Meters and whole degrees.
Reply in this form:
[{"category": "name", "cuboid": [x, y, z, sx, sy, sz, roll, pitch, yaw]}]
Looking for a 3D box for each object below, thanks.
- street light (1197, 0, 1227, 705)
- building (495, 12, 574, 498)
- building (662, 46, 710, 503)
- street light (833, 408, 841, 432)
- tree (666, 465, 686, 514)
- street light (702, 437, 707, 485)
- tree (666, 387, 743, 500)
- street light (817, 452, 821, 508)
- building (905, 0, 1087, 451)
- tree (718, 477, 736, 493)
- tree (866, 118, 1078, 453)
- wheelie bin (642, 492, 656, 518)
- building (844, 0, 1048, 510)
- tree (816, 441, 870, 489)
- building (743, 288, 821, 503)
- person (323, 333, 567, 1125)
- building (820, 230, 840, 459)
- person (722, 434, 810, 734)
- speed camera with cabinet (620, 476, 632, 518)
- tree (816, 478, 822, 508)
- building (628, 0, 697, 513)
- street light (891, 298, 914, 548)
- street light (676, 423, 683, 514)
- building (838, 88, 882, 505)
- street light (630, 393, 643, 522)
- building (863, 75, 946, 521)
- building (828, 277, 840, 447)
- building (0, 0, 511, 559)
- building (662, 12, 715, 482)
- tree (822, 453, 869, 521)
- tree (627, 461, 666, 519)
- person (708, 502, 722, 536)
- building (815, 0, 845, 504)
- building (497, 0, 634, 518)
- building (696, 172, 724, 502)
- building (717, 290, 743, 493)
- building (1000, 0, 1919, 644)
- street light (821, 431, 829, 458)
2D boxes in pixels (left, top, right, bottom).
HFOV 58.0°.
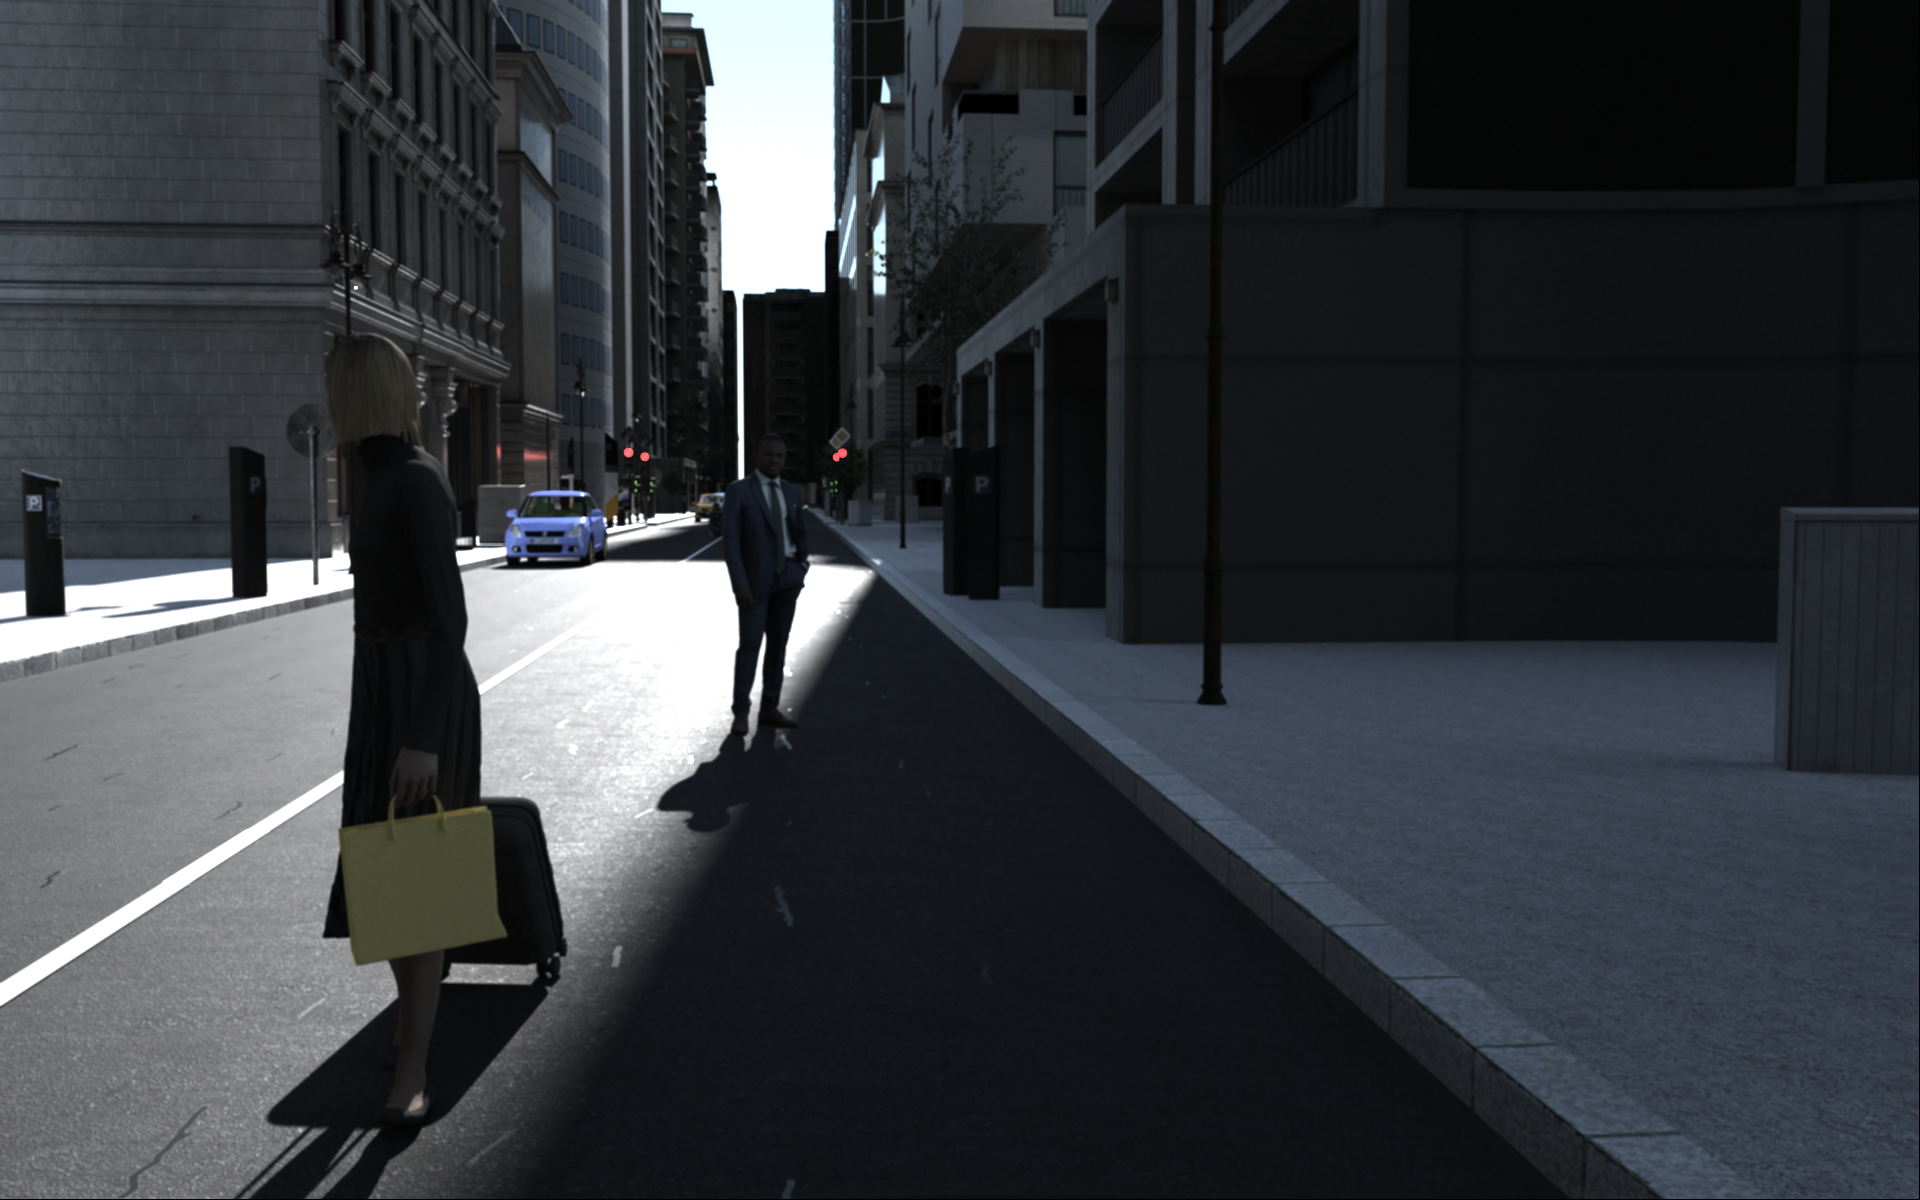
[{"category": "street light", "cuboid": [1.543, -2.302, 10.432, 0.468, 5.910, 1.993, 0, 4, -6]}, {"category": "building", "cuboid": [-24.501, -12.160, 63.442, 19.286, 19.102, 10.561, 0, 4, -6]}, {"category": "building", "cuboid": [-35.744, -31.333, 166.920, 22.147, 44.769, 28.867, 0, 4, -6]}, {"category": "street light", "cuboid": [-6.613, -7.364, 93.191, 0.468, 5.910, 1.993, 0, 4, -6]}, {"category": "tree", "cuboid": [-18.764, -7.289, 113.773, 1.663, 3.219, 1.824, 0, 3, 0]}, {"category": "street light", "cuboid": [-20.821, -10.282, 140.900, 0.468, 5.910, 1.993, 0, 4, -6]}, {"category": "tree", "cuboid": [-22.273, -13.136, 149.178, 8.767, 10.594, 7.601, 2, 4, 27]}, {"category": "street light", "cuboid": [-12.450, -11.093, 154.152, 0.468, 5.910, 1.993, 0, 4, -6]}, {"category": "building", "cuboid": [12.363, -28.664, 57.901, 28.713, 52.752, 27.495, 0, 4, -6]}, {"category": "tree", "cuboid": [-26.419, -12.237, 194.682, 1.663, 3.219, 1.824, 0, 3, 0]}, {"category": "tree", "cuboid": [0.151, -5.179, 35.047, 4.360, 8.622, 3.978, 0, 3, 0]}, {"category": "wheelie bin", "cuboid": [-16.988, -5.307, 94.683, 0.693, 1.594, 0.980, -2, 4, -24]}, {"category": "building", "cuboid": [-3.202, -44.970, 173.512, 20.563, 71.187, 20.611, 0, 4, -6]}, {"category": "tree", "cuboid": [-6.781, -7.182, 101.140, 4.285, 4.588, 4.351, 0, 3, 0]}, {"category": "building", "cuboid": [-23.845, -29.034, 246.400, 14.107, 30.474, 14.160, 0, 4, -6]}, {"category": "person", "cuboid": [-1.306, 0.261, 4.451, 0.699, 1.804, 1.509, 0, 4, 5]}, {"category": "building", "cuboid": [-7.943, -25.688, 191.701, 14.160, 30.474, 14.107, 0, 4, -6]}, {"category": "person", "cuboid": [-1.209, -0.120, 10.650, 0.419, 1.800, 0.721, 3, 5, 44]}, {"category": "speed camera with cabinet", "cuboid": [-17.601, -5.900, 90.798, 0.660, 3.252, 2.038, -1, 4, -18]}, {"category": "tree", "cuboid": [-8.491, -7.341, 114.625, 1.663, 3.219, 1.824, 0, 3, 0]}, {"category": "building", "cuboid": [-29.659, -41.902, 123.349, 20.563, 71.187, 20.611, 0, 4, -6]}, {"category": "street light", "cuboid": [-1.350, -4.159, 40.790, 0.468, 5.910, 1.993, 0, 4, -6]}, {"category": "street light", "cuboid": [-17.897, -8.426, 110.545, 0.468, 5.910, 1.993, 0, 4, -6]}, {"category": "building", "cuboid": [1.599, -19.454, 122.591, 19.350, 26.468, 34.151, 0, 4, -6]}, {"category": "street light", "cuboid": [-14.839, -6.531, 79.577, 0.468, 5.910, 1.993, 0, 4, -6]}, {"category": "building", "cuboid": [12.727, -16.481, 88.553, 34.723, 24.649, 14.460, 0, 4, -6]}, {"category": "building", "cuboid": [-4.870, -19.415, 147.118, 12.332, 23.373, 15.834, 0, 4, -6]}, {"category": "building", "cuboid": [-17.097, -11.255, 34.933, 10.553, 20.767, 40.483, 0, 4, -6]}, {"category": "building", "cuboid": [-42.333, -37.017, 194.474, 28.713, 52.752, 27.495, 0, 4, -6]}, {"category": "tree", "cuboid": [-5.372, -5.363, 82.279, 1.663, 3.219, 1.824, 0, 3, 0]}, {"category": "tree", "cuboid": [-16.225, -5.753, 88.657, 1.663, 3.219, 1.824, 0, 3, 0]}, {"category": "person", "cuboid": [-8.166, -2.734, 58.706, 0.738, 1.151, 1.012, 0, 4, -7]}, {"category": "building", "cuboid": [-6.593, -55.089, 213.381, 22.319, 86.520, 31.000, 0, 4, -6]}, {"category": "building", "cuboid": [-29.371, -33.579, 91.008, 21.231, 58.520, 28.212, 0, 4, -6]}, {"category": "building", "cuboid": [-37.309, -32.854, 220.761, 14.086, 41.232, 14.154, 0, 4, -6]}, {"category": "building", "cuboid": [-38.370, -28.899, 244.193, 14.107, 30.474, 14.160, 0, 4, -6]}, {"category": "building", "cuboid": [11.100, -35.465, 18.112, 20.563, 71.187, 20.611, 0, 4, -6]}, {"category": "street light", "cuboid": [-9.510, -9.236, 123.799, 0.468, 5.910, 1.993, 0, 4, -6]}]
